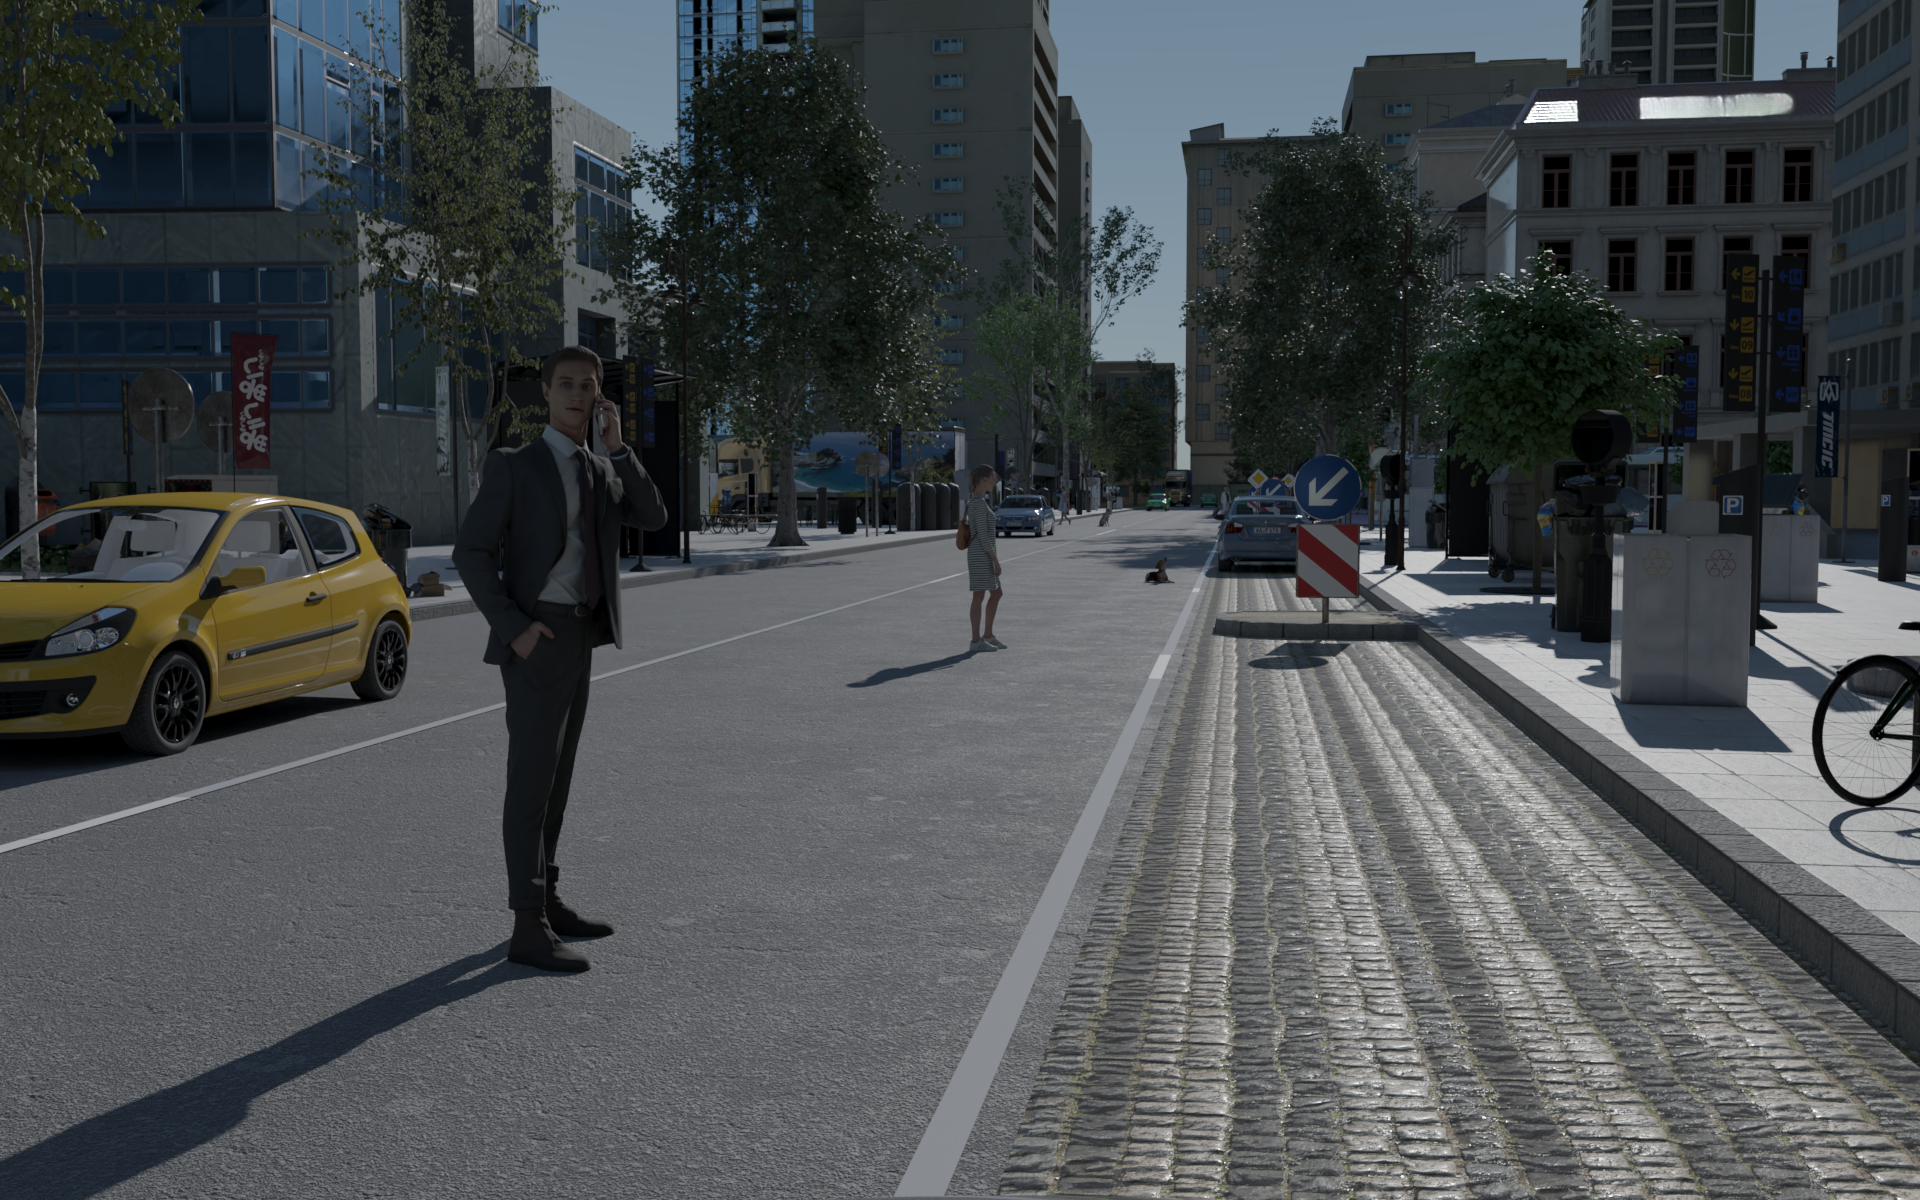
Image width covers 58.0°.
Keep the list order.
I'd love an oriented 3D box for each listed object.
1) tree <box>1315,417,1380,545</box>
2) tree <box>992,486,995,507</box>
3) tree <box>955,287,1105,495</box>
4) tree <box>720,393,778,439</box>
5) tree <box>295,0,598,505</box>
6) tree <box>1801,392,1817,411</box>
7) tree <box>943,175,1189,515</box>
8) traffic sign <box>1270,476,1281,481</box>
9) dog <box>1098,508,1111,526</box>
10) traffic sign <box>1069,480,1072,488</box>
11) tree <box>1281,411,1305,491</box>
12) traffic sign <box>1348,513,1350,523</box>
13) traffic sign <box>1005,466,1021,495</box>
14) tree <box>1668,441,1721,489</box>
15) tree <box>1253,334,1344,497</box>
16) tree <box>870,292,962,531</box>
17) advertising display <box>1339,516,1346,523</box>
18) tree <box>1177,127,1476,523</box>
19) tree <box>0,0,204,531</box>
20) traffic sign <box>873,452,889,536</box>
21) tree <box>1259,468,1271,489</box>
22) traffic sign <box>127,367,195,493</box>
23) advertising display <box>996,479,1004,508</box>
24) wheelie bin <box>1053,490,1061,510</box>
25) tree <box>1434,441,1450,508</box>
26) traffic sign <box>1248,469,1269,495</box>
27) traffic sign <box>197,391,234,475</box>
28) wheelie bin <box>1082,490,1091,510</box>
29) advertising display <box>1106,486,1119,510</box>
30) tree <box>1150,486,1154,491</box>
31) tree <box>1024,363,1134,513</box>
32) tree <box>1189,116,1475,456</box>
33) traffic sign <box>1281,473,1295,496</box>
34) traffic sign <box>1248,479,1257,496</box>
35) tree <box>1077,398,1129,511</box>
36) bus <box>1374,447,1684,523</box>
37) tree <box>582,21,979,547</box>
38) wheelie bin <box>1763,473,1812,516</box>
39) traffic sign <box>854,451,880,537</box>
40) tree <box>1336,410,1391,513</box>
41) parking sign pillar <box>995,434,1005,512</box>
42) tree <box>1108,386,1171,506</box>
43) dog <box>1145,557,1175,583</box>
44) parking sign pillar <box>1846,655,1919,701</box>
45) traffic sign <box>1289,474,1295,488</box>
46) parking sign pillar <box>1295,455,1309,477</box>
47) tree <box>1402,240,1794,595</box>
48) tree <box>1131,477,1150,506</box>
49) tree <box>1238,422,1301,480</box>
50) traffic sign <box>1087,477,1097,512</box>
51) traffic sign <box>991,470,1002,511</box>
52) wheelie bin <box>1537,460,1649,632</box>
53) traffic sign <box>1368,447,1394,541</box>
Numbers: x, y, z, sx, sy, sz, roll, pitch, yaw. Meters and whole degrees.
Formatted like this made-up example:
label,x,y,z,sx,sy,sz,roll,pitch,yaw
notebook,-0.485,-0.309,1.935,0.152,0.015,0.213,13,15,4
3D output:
label,x,y,z,sx,sy,sz,roll,pitch,yaw
tree,10.044,-3.019,43.961,1.663,3.219,1.824,0,3,0
tree,2.776,-8.909,140.270,1.663,3.219,1.824,0,3,0
tree,3.436,-9.906,87.720,9.928,11.665,9.643,0,3,0
tree,-10.959,-8.649,91.769,4.737,8.622,4.395,0,3,0
tree,-6.835,-4.501,23.955,4.360,8.622,3.978,0,3,0
tree,26.428,-4.353,54.879,4.285,4.588,4.351,0,3,0
tree,4.988,-15.218,104.701,12.611,20.169,13.585,0,3,0
traffic sign,21.828,-7.336,120.056,0.768,2.556,0.104,1,4,10
dog,6.317,-3.684,77.068,0.800,0.831,0.513,0,4,8
traffic sign,7.972,-7.697,127.974,0.606,2.300,0.079,1,4,10
tree,25.146,-11.054,131.088,4.737,8.622,4.395,0,3,0
traffic sign,10.650,-2.830,47.450,0.795,2.450,0.064,1,4,10
traffic sign,2.390,-4.842,79.276,0.768,2.556,0.104,1,4,17
tree,22.812,-3.624,53.857,1.663,3.219,1.824,0,3,0
tree,20.275,-10.988,105.414,9.928,11.665,9.643,0,3,0
tree,-1.768,-6.663,59.299,4.360,8.622,3.978,0,3,0
advertising display,14.235,-3.680,65.374,0.123,1.923,0.974,-3,4,-36
tree,11.743,-8.422,54.701,9.611,12.733,9.660,0,3,0
tree,-8.243,-3.934,14.687,4.737,8.622,4.395,0,3,0
traffic sign,-2.516,-3.202,52.466,0.768,2.556,0.104,1,4,13
tree,33.679,-12.571,189.250,4.285,4.588,4.351,0,3,0
traffic sign,-8.051,-1.060,17.435,0.768,2.556,0.104,1,4,12
advertising display,1.760,-4.350,76.341,0.123,1.923,0.974,-1,4,-13
wheelie bin,7.906,-8.090,140.186,0.693,1.594,0.980,-3,4,-36
tree,17.351,-4.120,61.969,1.663,3.219,1.824,0,3,0
traffic sign,11.578,-3.889,67.222,0.795,2.450,0.064,1,4,9
traffic sign,-9.115,-1.303,21.411,0.768,2.556,0.104,1,4,16
wheelie bin,10.042,-7.905,137.150,0.980,1.594,0.693,3,4,38
advertising display,12.052,-8.124,138.038,0.974,1.923,0.123,3,5,41
tree,23.041,-13.448,214.478,1.663,3.219,1.824,0,3,0
tree,8.605,-11.338,119.788,7.601,10.594,8.767,2,4,30
tree,18.684,-14.012,84.993,12.611,20.169,13.585,0,3,0
traffic sign,18.303,-5.836,96.604,0.795,2.450,0.064,1,4,18
traffic sign,12.850,-4.371,75.105,0.795,2.450,0.064,1,4,9
tree,10.527,-11.094,131.741,4.737,8.622,4.395,0,3,0
bus,22.339,-4.548,69.220,13.247,3.499,2.948,1,4,10
tree,-4.352,-7.680,42.570,9.611,12.733,9.660,0,3,0
wheelie bin,12.638,-1.149,26.702,0.693,1.594,0.980,-2,4,-32
traffic sign,-2.772,-3.146,51.539,0.768,2.556,0.104,1,4,10
tree,26.412,-10.056,114.770,4.737,8.622,4.395,0,3,0
parking sign pillar,1.791,-5.488,78.201,1.447,3.967,1.447,0,4,2
tree,18.813,-16.178,182.640,7.486,12.596,7.792,0,3,0
dog,3.268,-0.487,28.160,0.550,0.427,0.748,1,4,15
parking sign pillar,6.506,-1.379,11.016,1.447,3.967,1.447,2,4,25
traffic sign,19.106,-6.044,99.999,0.795,2.450,0.064,1,4,16
parking sign pillar,23.520,-7.919,117.943,1.447,3.967,1.447,-1,4,-12
tree,7.514,-2.381,22.639,4.285,4.588,4.351,0,3,0
tree,19.722,-12.043,191.509,1.663,3.219,1.824,0,3,0
tree,28.657,-14.597,156.792,7.486,12.596,7.792,0,3,0
traffic sign,9.538,-7.696,125.932,0.768,2.556,0.104,1,4,17
traffic sign,1.270,-3.991,68.901,0.795,2.450,0.064,1,4,9
wheelie bin,5.912,-0.507,16.192,0.980,1.594,0.693,1,4,17
traffic sign,11.442,-2.869,47.011,0.768,2.556,0.104,1,4,14
